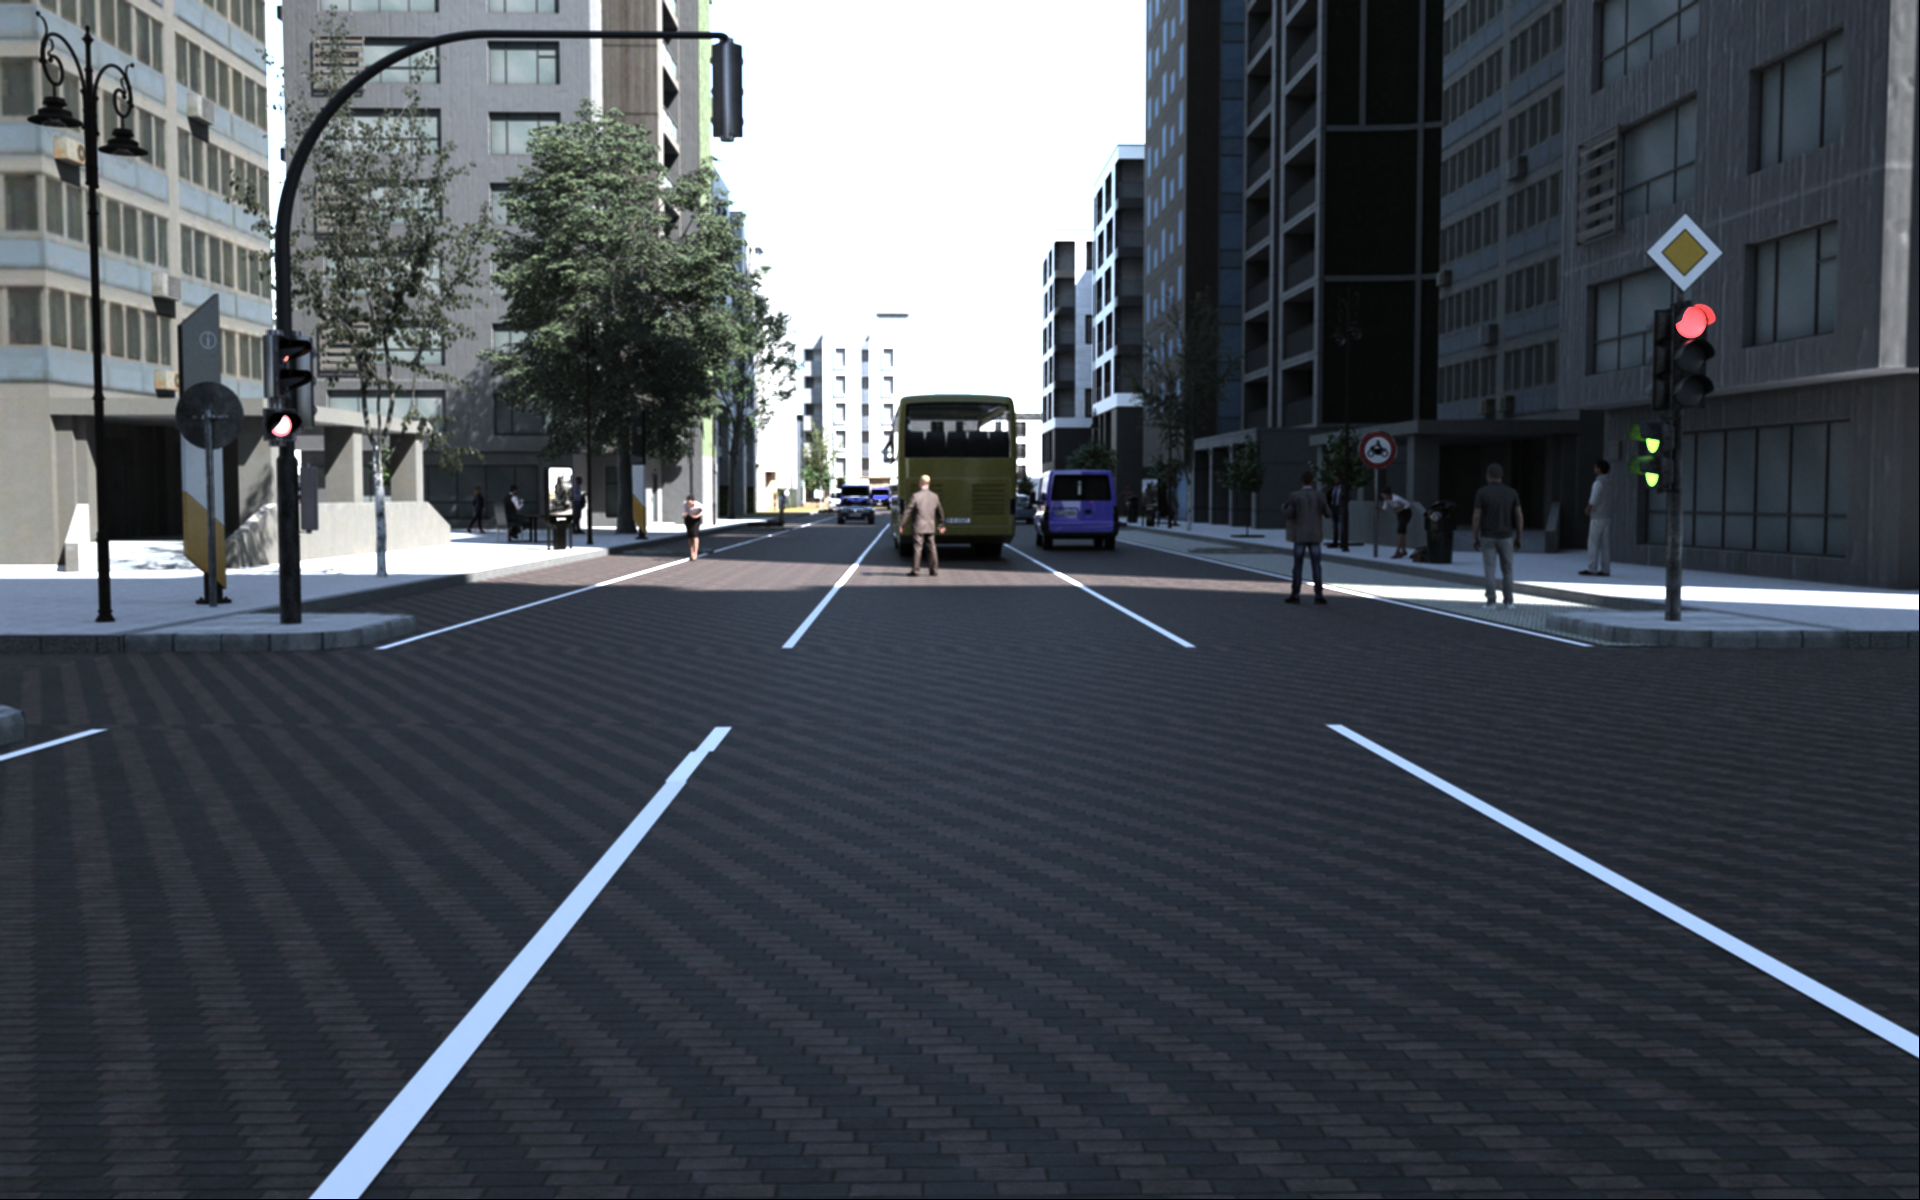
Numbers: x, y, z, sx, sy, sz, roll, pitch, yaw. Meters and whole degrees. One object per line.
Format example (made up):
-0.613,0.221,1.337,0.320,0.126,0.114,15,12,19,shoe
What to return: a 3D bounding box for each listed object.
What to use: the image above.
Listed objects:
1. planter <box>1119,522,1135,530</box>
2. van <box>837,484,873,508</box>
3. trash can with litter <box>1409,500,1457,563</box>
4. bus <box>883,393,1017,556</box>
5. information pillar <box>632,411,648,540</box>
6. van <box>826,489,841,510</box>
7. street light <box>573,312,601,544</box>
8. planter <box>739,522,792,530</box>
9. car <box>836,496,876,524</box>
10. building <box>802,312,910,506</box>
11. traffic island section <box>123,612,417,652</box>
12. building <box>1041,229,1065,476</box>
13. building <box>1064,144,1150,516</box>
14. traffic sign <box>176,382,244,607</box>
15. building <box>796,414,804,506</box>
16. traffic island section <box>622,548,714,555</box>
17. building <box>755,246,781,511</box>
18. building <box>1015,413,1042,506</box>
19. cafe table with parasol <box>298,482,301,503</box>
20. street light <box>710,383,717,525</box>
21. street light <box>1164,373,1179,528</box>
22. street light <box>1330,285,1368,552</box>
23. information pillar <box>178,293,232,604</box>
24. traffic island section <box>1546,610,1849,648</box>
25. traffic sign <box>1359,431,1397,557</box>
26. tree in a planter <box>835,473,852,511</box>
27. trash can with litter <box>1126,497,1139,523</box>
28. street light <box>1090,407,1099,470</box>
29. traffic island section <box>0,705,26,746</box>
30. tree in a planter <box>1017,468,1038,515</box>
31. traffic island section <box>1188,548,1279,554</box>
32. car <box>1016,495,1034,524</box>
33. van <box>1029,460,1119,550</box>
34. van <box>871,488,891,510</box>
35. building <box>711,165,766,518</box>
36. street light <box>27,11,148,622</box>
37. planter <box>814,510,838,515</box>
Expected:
5.868,-2.937,69.154,1.991,0.319,1.994,0,4,-2,planter
-6.438,-6.267,106.849,2.240,2.365,5.245,0,4,-2,van
8.747,-1.275,32.235,0.624,1.170,1.055,-1,4,-21,trash can with litter
-0.383,-3.125,42.649,2.896,3.916,12.252,0,4,-3,bus
-9.073,-3.525,48.988,0.504,3.616,0.183,3,4,37,information pillar
-9.882,-8.216,141.347,2.013,2.044,4.112,0,4,-1,van
-9.450,-4.359,44.050,0.468,5.910,1.993,0,4,-2,street light
-7.735,-2.942,69.245,1.991,0.319,1.994,0,4,-2,planter
-5.008,-4.347,83.649,1.945,1.354,3.894,0,4,-2,car
-11.034,-20.185,186.445,11.380,20.091,16.016,0,4,-2,building
-6.664,0.310,17.205,2.009,0.180,2.903,0,4,-2,traffic island section
20.827,-18.752,150.571,27.936,21.610,32.646,0,4,-2,building
22.674,-16.761,118.024,27.936,21.610,32.646,0,4,-2,building
-8.505,-1.195,19.650,0.768,2.556,0.104,0,4,-1,traffic sign
-30.653,-14.701,182.512,28.070,9.664,9.099,0,4,-2,building
-7.003,-1.161,41.855,1.991,0.108,1.994,0,4,-2,traffic island section
-21.634,-16.720,129.789,16.016,20.091,11.380,0,4,-2,building
8.809,-14.746,183.245,28.070,9.664,9.099,0,4,-2,building
-32.537,-5.146,89.007,2.610,1.966,2.610,3,5,41,cafe table with parasol
-10.073,-5.997,70.844,0.468,5.910,1.993,0,4,-2,street light
7.924,-5.657,65.275,0.468,5.910,1.993,0,4,-2,street light
8.607,-4.018,38.483,0.468,5.910,1.993,0,4,-2,street light
-8.801,-1.760,20.138,0.183,3.616,0.504,2,4,35,information pillar
7.253,0.288,17.571,2.009,0.180,2.903,0,4,-2,traffic island section
8.449,-2.142,35.123,0.768,2.556,0.104,0,4,0,traffic sign
-9.811,-9.139,146.644,1.991,3.239,1.994,0,4,-2,tree in a planter
7.659,-4.059,77.759,0.624,1.170,1.055,0,4,-6,trash can with litter
7.152,-7.303,92.190,0.468,5.910,1.993,0,4,-2,street light
-6.450,0.799,9.223,2.009,0.180,2.903,0,4,-2,traffic island section
4.515,-7.486,119.621,1.991,3.239,1.994,0,4,-2,tree in a planter
6.597,-1.184,42.227,1.991,0.108,1.994,0,4,-2,traffic island section
2.684,-4.443,84.643,2.014,1.417,4.499,0,4,-1,car
3.050,-2.562,46.280,2.240,2.365,5.245,0,4,0,van
-7.442,-9.629,161.825,2.240,2.365,5.245,0,4,-2,van
-21.944,-14.785,108.194,16.747,18.905,31.486,0,4,-2,building
-8.607,-2.720,17.262,0.468,5.910,1.993,0,4,-2,street light
-9.078,-6.034,119.794,1.991,0.319,1.994,0,4,-2,planter
